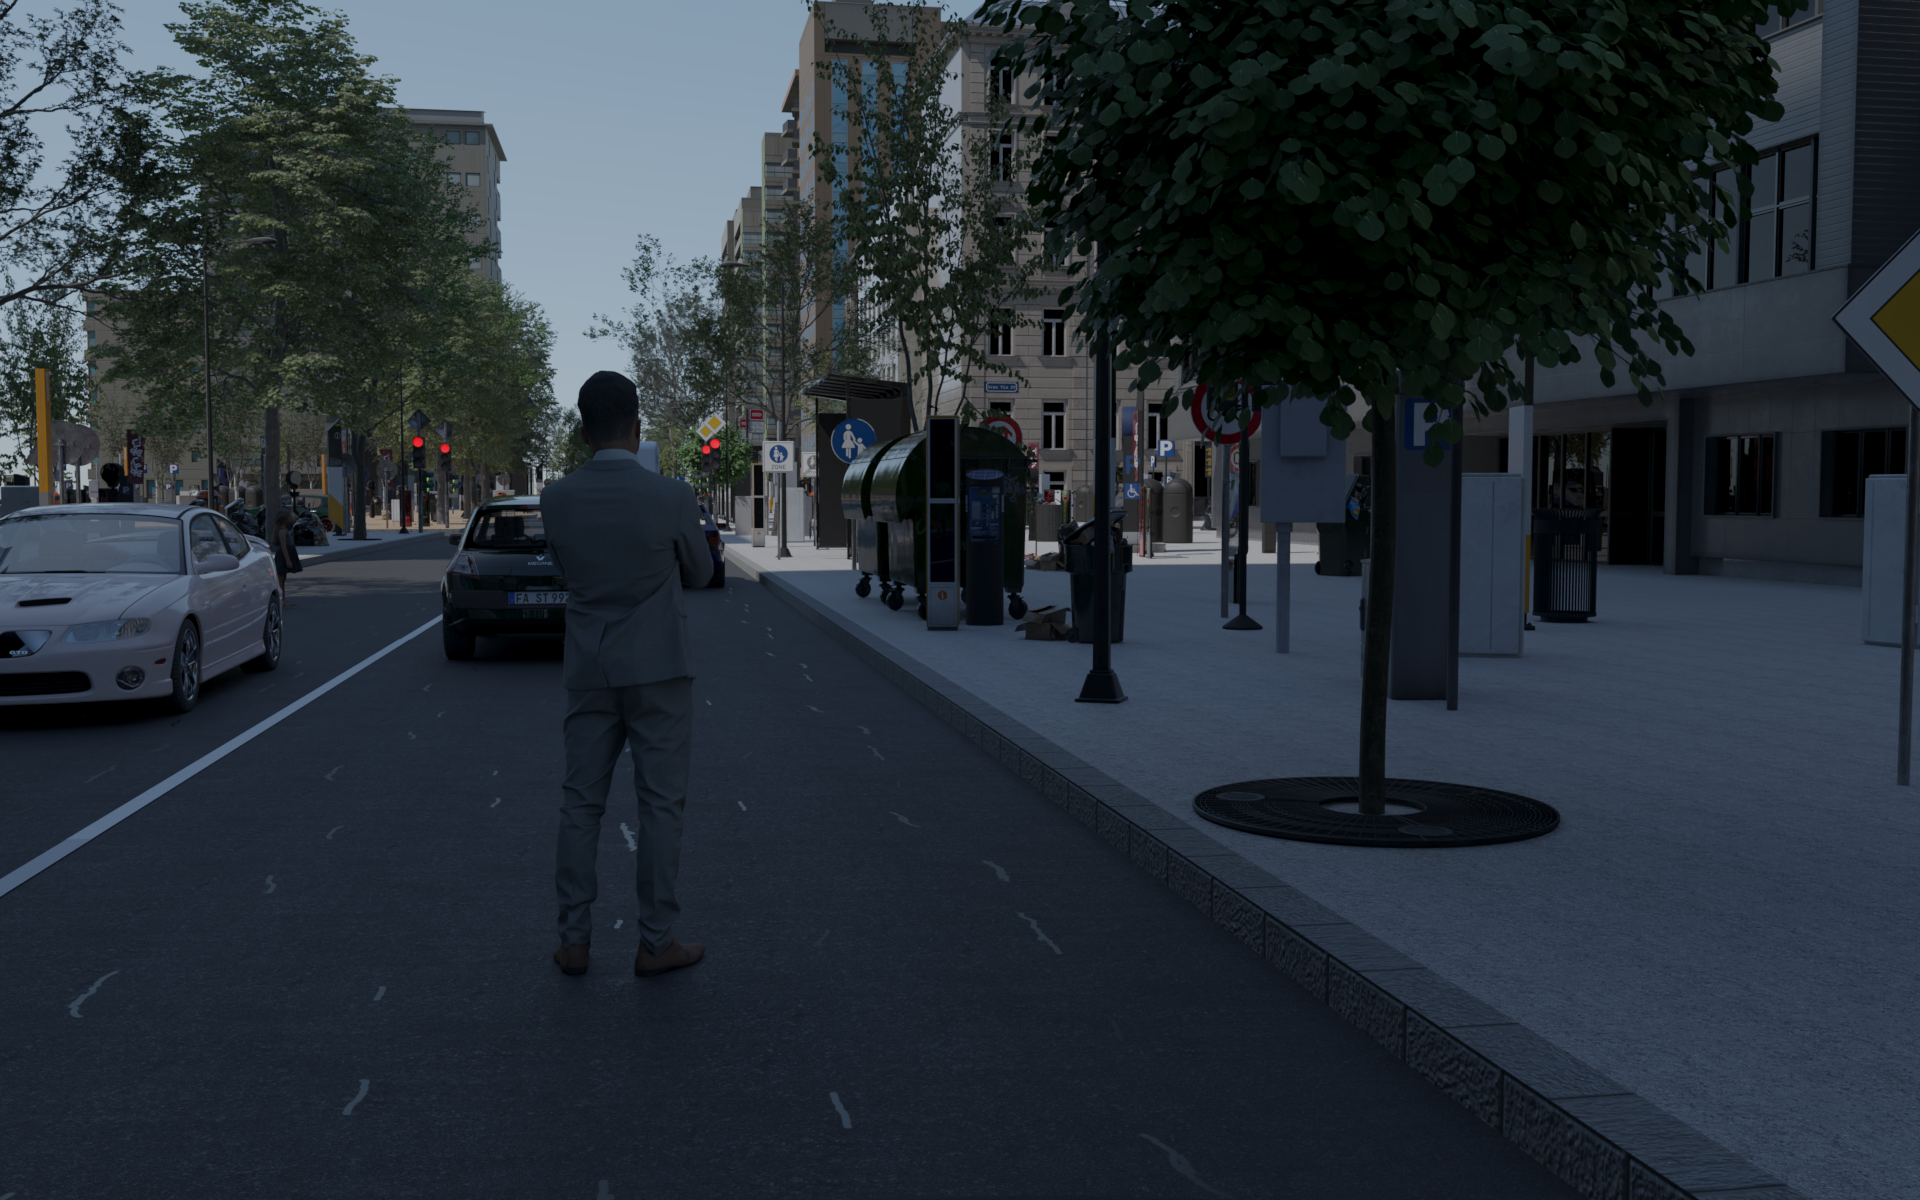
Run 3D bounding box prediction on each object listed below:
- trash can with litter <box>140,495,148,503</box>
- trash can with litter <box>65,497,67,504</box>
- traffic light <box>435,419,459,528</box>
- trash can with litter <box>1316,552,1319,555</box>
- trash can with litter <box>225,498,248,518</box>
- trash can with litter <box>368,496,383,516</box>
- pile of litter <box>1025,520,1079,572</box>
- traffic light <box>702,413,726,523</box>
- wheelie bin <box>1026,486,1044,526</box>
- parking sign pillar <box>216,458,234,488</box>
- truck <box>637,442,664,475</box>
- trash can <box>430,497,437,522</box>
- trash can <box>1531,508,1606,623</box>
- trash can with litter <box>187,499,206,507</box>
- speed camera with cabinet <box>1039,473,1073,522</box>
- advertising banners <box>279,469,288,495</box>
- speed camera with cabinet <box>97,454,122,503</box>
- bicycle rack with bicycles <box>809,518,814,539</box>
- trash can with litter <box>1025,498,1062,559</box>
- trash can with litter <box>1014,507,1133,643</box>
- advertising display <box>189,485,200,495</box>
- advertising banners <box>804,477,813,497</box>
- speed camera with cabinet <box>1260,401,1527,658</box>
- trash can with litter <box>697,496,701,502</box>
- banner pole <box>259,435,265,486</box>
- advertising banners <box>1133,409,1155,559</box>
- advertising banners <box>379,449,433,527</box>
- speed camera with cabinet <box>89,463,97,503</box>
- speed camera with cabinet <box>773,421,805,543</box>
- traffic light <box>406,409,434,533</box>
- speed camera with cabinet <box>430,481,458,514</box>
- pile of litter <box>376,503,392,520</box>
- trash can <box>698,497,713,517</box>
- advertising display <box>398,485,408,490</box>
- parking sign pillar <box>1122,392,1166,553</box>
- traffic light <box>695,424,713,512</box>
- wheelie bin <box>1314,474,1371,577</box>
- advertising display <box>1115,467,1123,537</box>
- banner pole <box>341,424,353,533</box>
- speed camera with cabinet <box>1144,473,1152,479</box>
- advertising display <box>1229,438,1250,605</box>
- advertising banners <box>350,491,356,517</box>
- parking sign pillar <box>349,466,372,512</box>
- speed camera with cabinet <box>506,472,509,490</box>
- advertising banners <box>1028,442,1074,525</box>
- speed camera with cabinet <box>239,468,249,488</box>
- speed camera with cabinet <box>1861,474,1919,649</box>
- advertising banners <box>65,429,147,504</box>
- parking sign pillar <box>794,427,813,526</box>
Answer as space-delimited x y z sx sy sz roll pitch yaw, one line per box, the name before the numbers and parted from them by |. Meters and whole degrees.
trash can with litter | -55.601 -6.498 117.293 2.233 1.210 1.678 0 4 -3
trash can with litter | -36.480 -3.728 72.013 2.233 1.210 1.678 -3 4 -37
traffic light | -19.235 -4.649 64.928 0.839 4.253 0.868 -1 4 -10
trash can with litter | 7.678 -1.423 34.655 1.055 1.170 0.624 1 4 21
trash can with litter | -21.955 -2.480 51.927 1.055 1.170 0.624 -3 4 -37
trash can with litter | -34.561 -5.556 102.223 1.055 1.170 0.624 3 4 36
pile of litter | 1.616 -0.945 29.417 1.176 0.858 1.719 1 4 16
traffic light | -8.339 -4.275 58.825 0.839 4.253 0.868 -1 4 -10
wheelie bin | 2.882 -3.777 69.659 0.980 1.594 0.693 1 4 9
parking sign pillar | -54.851 -8.628 129.543 1.447 3.967 1.447 3 5 44
truck | -15.444 -5.696 82.886 2.967 4.110 18.799 -1 4 -11
trash can | -23.953 -4.142 79.378 0.748 1.137 0.748 0 3 0
trash can | 6.079 -0.351 17.395 0.748 1.137 0.748 0 3 0
trash can with litter | -16.275 -1.519 36.228 1.055 1.170 0.624 1 4 14
speed camera with cabinet | 4.008 -4.971 75.611 0.660 3.252 2.038 -3 5 -45
advertising banners | -47.024 -7.597 120.397 0.090 3.025 2.074 0 4 -7
speed camera with cabinet | -40.727 -5.470 83.762 0.660 3.252 2.038 0 4 1
bicycle rack with bicycles | -3.230 -2.195 49.271 2.852 0.926 2.925 2 4 34
trash can with litter | 1.389 -1.417 34.233 2.233 1.210 1.678 1 4 13
trash can with litter | 0.968 -0.224 15.058 1.055 1.170 0.624 2 4 32
advertising display | -53.778 -7.126 121.722 0.974 1.923 0.123 2 4 29
advertising banners | -8.635 -6.238 98.173 0.090 3.025 2.074 1 4 17
speed camera with cabinet | 3.457 -1.196 13.894 2.038 3.252 0.660 1 4 11
trash can with litter | -15.366 -5.427 100.121 1.055 1.170 0.624 0 4 -8
banner pole | -26.056 -4.607 65.339 0.401 3.779 0.863 2 4 24
advertising banners | 3.714 -2.385 35.178 0.090 3.025 2.074 0 4 -5
advertising banners | -21.629 -4.368 67.608 2.074 3.025 0.090 -3 5 -40
speed camera with cabinet | -55.355 -7.135 110.986 0.660 3.252 2.038 -1 4 -17
speed camera with cabinet | -4.595 -3.196 46.591 0.660 3.252 2.038 -1 4 -13
traffic light | -17.789 -4.168 57.075 0.839 4.253 0.868 -1 4 -10
speed camera with cabinet | -33.150 -7.109 110.564 2.038 3.252 0.660 -2 4 -35
pile of litter | -28.252 -4.415 86.150 1.719 0.858 1.176 0 4 -4
trash can | -12.333 -4.424 83.979 0.748 1.137 0.748 0 3 0
advertising display | -40.759 -7.436 126.789 0.974 1.923 0.123 2 4 31
parking sign pillar | 3.830 -3.040 38.172 1.447 3.967 1.447 0 4 8
traffic light | -9.785 -4.756 66.678 0.839 4.253 0.868 -1 4 -10
wheelie bin | 6.000 -1.183 27.246 0.693 1.594 0.980 -3 4 -36
advertising display | 3.935 -2.214 41.410 0.974 1.923 0.123 -2 4 -35
banner pole | -20.154 -4.087 56.838 0.401 3.779 0.863 0 4 -3
speed camera with cabinet | 7.881 -4.980 75.759 0.660 3.252 2.038 1 4 20
advertising display | 3.245 -0.927 20.374 0.123 1.923 0.974 0 4 -2
advertising banners | -34.805 -6.285 98.953 0.090 3.025 2.074 -2 4 -31
parking sign pillar | -41.894 -8.128 121.372 1.447 3.967 1.447 2 4 33
speed camera with cabinet | -31.528 -7.732 120.759 0.660 3.252 2.038 0 4 -5
advertising banners | 3.020 -3.790 58.152 0.090 3.025 2.074 -3 5 -44
speed camera with cabinet | -48.740 -7.570 118.103 0.660 3.252 2.038 -2 4 -25
speed camera with cabinet | 8.735 -1.251 14.789 2.038 3.252 0.660 -1 4 -20
advertising banners | -22.812 -3.065 46.300 2.074 3.025 0.090 -2 4 -28
parking sign pillar | -6.563 -4.894 68.496 1.447 3.967 1.447 0 4 -4
